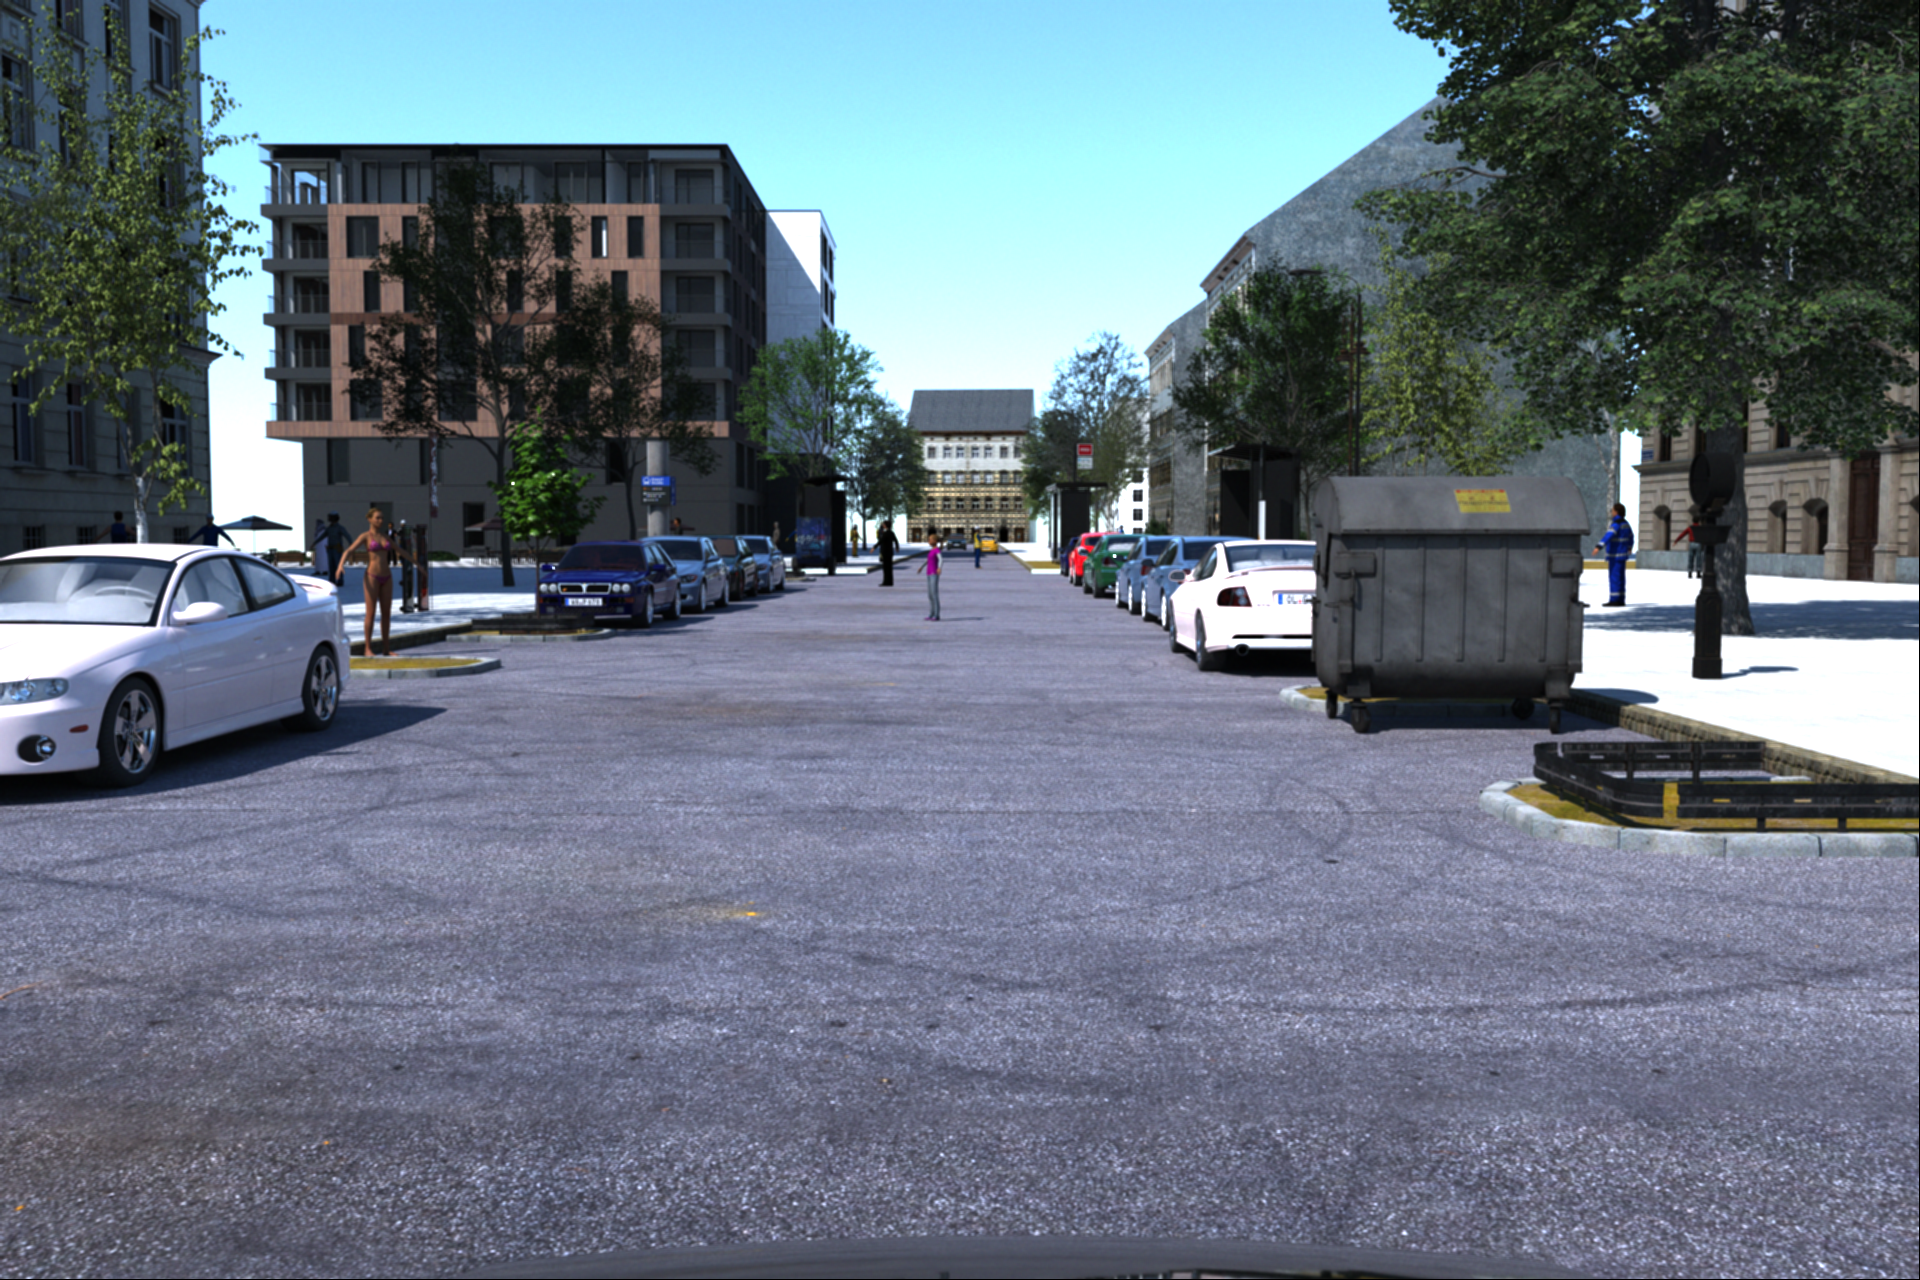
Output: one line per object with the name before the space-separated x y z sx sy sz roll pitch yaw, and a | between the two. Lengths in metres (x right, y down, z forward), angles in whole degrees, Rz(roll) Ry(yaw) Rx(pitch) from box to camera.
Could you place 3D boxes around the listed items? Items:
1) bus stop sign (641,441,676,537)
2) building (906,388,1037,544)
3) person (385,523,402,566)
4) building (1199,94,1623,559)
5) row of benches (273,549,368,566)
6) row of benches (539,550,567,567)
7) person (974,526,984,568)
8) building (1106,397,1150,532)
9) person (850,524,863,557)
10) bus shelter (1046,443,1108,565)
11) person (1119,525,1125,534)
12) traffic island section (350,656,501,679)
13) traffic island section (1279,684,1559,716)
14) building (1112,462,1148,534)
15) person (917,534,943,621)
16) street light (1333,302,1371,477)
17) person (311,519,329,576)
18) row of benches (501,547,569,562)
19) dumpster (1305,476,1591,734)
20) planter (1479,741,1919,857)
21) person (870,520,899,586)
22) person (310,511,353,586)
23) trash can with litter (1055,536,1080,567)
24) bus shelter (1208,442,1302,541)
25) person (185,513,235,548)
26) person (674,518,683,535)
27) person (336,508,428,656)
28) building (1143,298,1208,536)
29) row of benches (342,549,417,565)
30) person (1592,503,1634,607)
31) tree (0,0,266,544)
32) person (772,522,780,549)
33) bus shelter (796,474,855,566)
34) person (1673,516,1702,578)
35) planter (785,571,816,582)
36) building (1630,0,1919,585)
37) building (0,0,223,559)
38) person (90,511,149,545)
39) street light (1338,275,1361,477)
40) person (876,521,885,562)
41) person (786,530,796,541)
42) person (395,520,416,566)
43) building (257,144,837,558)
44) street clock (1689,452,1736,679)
bus stop sign | -8.602 -3.696 49.445 0.837 3.901 0.837 0 3 0
building | 2.046 -26.148 260.900 18.063 23.208 19.493 0 4 6
person | -22.639 -3.800 68.852 1.216 1.740 0.721 0 4 2
building | 24.098 -16.207 95.919 19.493 23.208 18.063 0 4 1
row of benches | -25.426 -3.320 69.752 4.104 0.672 1.422 -2 4 -28
row of benches | -14.356 -3.096 66.077 4.104 0.672 1.422 1 4 20
person | 0.830 -3.891 72.541 0.721 1.772 1.216 -1 4 -10
building | 28.989 -22.372 232.246 16.747 18.905 31.486 0 4 1
person | -5.787 -5.509 95.839 0.705 1.858 1.354 -2 4 -29
bus shelter | 4.855 -5.904 74.155 2.179 5.291 8.768 0 4 -1
person | 8.977 -5.539 96.693 0.704 1.817 1.347 -1 4 -14
traffic island section | -5.930 0.290 18.122 1.991 0.108 1.994 0 4 2
traffic island section | 3.753 0.504 14.621 1.991 0.108 1.994 0 4 2
building | 23.195 -15.944 202.834 9.099 9.664 28.070 0 4 1
person | -0.496 -1.035 28.647 0.599 1.433 0.991 -1 4 -21
street light | 7.820 -3.786 34.693 0.468 5.910 1.993 0 4 1
person | -19.821 -2.874 53.696 0.621 1.740 0.551 -1 4 -21
row of benches | -19.858 -4.034 81.424 1.422 0.672 4.104 3 4 37
dumpster | 3.589 -0.287 12.905 1.865 1.857 1.264 0 4 1
planter | 3.705 0.763 8.669 1.991 0.319 1.994 0 4 0
person | -2.012 -2.380 47.553 0.705 1.806 1.347 2 4 31
person | -15.359 -2.242 42.490 1.345 1.849 0.704 2 4 24
trash can with litter | 4.589 -3.428 67.113 1.678 1.210 2.233 0 4 -1
bus shelter | 7.976 -3.423 47.243 1.731 3.624 6.357 0 4 1
person | -20.238 -2.500 46.763 1.347 1.842 0.705 0 4 -6
person | -9.397 -3.151 57.581 0.705 1.821 1.348 0 4 -3
person | -6.734 -0.667 20.160 0.721 1.733 1.217 3 4 37
building | 24.872 -18.600 135.034 19.493 23.208 18.063 0 4 1
row of benches | -24.322 -3.511 72.872 4.104 0.672 1.422 1 4 16
person | 11.594 -1.507 30.611 1.345 1.831 0.704 -3 5 -43
tree | -11.382 -4.476 23.541 4.737 8.622 4.395 0 3 0
person | -8.198 -4.344 77.157 0.705 1.813 1.348 -1 4 -16
bus shelter | -5.428 -4.852 70.619 1.731 3.624 6.357 0 4 2
person | 21.305 -2.693 50.140 1.345 1.816 0.704 3 5 40
planter | -5.415 -1.925 52.609 1.991 0.319 1.994 0 4 2
building | 29.778 -13.860 45.701 14.460 24.649 34.723 0 4 0
building | -30.188 -12.623 38.401 16.112 23.069 30.059 0 3 0
person | -19.219 -2.046 39.613 1.345 1.807 0.704 -1 4 -19
street light | 7.520 -3.539 30.402 1.470 5.913 1.316 0 4 1
person | -3.505 -4.461 78.715 0.705 1.856 1.354 -1 4 -18
person | -8.170 -5.022 88.076 1.349 1.833 0.705 -1 4 -15
person | -22.600 -3.944 70.342 0.705 1.847 1.347 3 5 41
building | -22.719 -16.108 107.343 27.936 21.610 32.646 0 3 0
street clock | 6.635 -0.658 15.326 0.358 2.002 0.471 0 4 1
